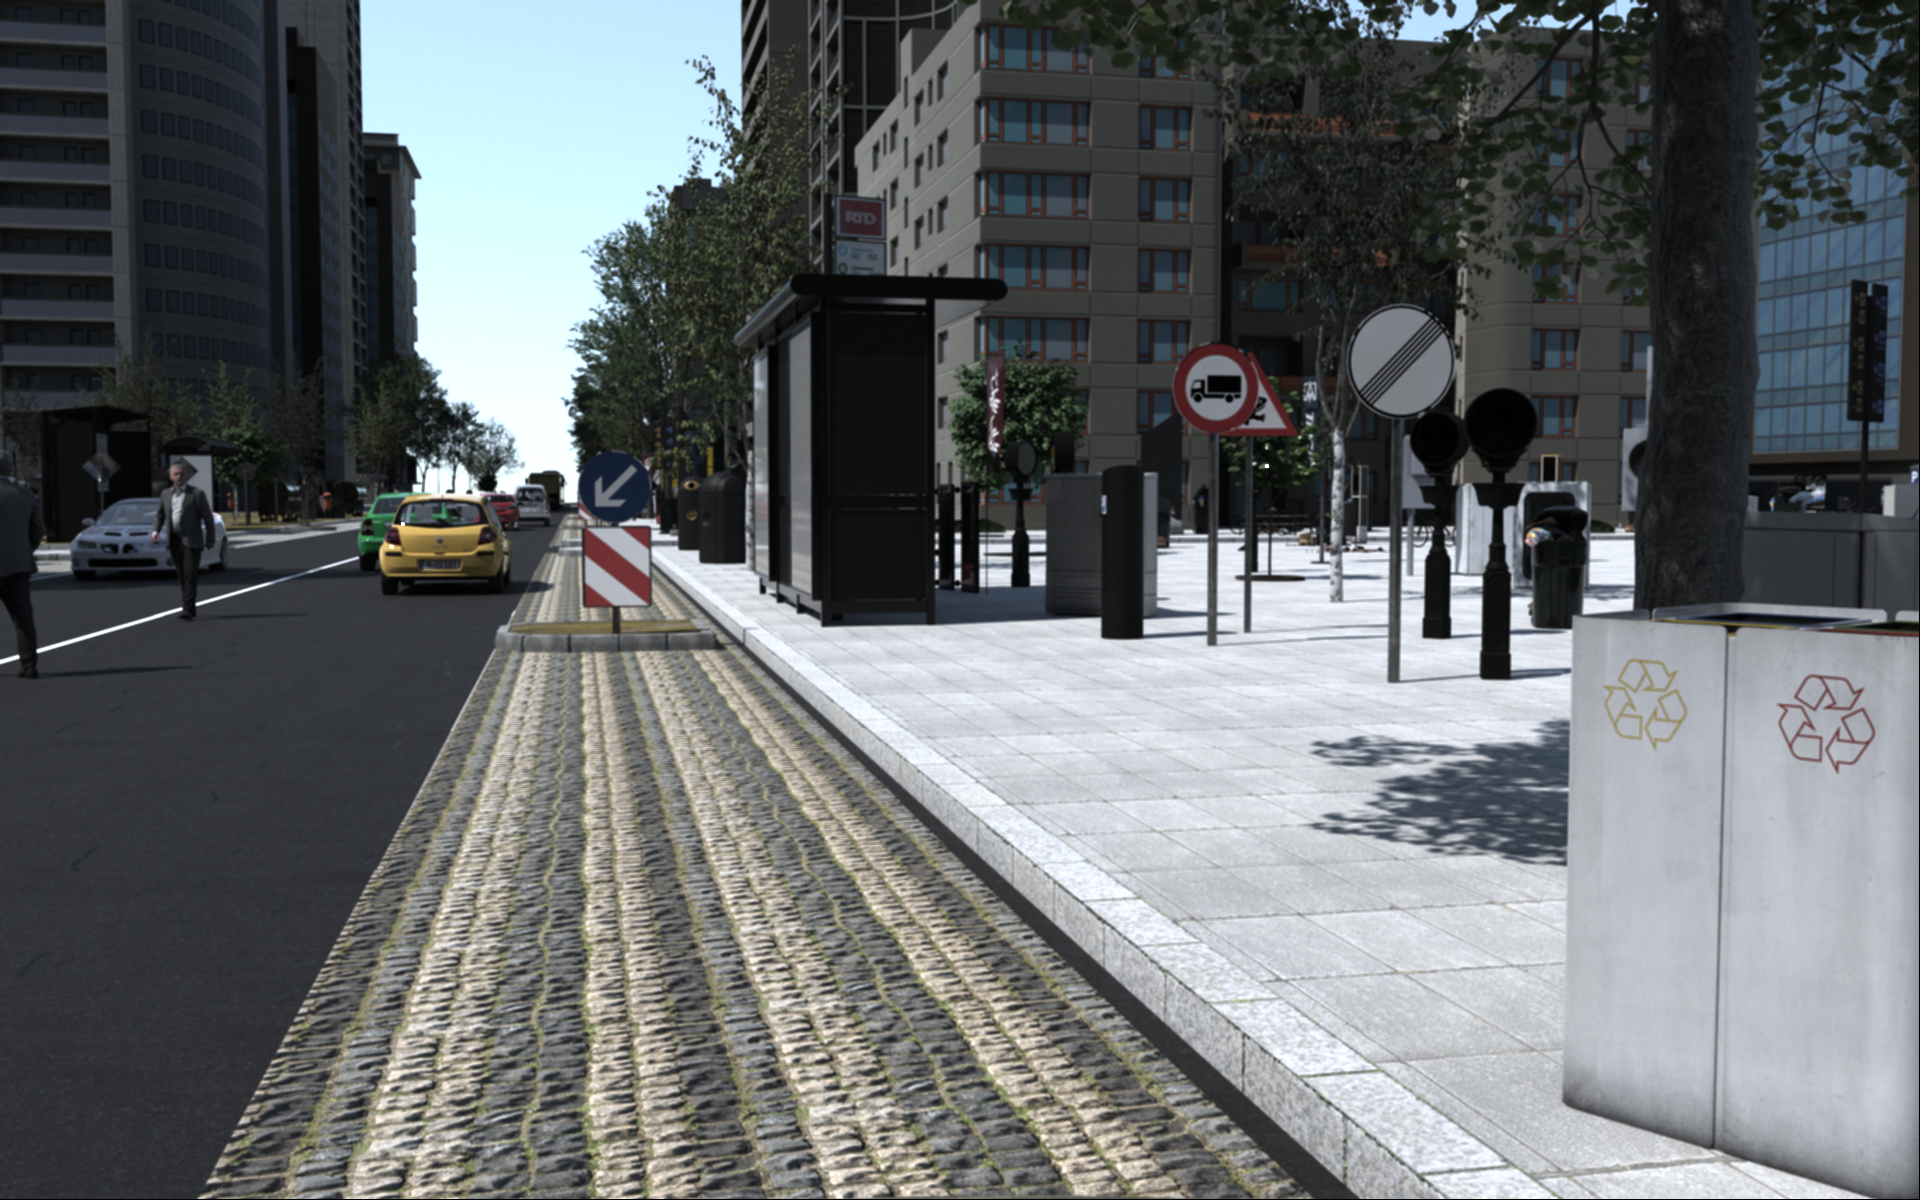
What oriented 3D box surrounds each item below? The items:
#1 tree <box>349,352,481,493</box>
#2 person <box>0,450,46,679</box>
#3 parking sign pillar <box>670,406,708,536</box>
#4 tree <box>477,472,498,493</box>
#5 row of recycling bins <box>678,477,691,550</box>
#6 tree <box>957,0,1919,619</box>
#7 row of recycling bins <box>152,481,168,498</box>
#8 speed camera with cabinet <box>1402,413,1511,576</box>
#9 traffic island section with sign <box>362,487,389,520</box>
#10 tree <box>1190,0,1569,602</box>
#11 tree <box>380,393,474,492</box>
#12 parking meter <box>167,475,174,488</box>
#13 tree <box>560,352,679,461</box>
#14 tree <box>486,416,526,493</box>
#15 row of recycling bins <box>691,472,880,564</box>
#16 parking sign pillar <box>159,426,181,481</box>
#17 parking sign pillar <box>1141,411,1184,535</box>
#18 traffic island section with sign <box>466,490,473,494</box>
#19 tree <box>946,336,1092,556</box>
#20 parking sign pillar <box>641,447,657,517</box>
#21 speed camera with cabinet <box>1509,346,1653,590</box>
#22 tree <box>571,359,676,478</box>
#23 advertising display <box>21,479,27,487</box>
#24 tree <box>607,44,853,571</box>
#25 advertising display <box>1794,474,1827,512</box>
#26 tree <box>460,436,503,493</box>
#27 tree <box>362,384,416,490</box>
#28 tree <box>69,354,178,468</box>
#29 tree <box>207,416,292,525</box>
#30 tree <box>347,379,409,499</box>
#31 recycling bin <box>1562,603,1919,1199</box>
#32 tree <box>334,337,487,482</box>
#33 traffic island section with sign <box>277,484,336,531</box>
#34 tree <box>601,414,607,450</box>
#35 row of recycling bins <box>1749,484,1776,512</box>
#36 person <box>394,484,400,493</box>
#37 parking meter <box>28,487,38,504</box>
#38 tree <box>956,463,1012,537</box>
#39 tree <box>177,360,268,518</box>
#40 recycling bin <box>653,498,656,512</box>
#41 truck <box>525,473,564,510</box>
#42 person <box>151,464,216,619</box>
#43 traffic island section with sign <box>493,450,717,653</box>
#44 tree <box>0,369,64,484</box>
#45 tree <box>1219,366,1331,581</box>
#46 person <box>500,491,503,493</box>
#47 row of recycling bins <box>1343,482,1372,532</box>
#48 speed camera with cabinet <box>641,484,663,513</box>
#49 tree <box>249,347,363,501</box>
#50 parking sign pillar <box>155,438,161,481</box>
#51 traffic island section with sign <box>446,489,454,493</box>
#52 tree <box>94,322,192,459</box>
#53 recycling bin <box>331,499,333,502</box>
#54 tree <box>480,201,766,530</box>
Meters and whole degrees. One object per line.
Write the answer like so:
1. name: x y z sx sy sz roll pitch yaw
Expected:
1. tree: -40.691 -12.259 126.187 9.928 11.665 9.643 0 3 0
2. person: -7.563 -0.285 13.560 0.834 1.777 0.661 2 4 24
3. parking sign pillar: -8.254 -3.977 53.503 1.447 3.967 1.447 1 4 16
4. tree: -69.605 -16.601 255.136 4.285 4.588 4.351 0 3 0
5. row of recycling bins: -4.948 -1.957 39.111 3.534 1.692 1.069 2 4 33
6. tree: 2.154 -5.317 5.064 7.486 12.596 7.792 0 3 0
7. row of recycling bins: -26.001 -3.000 56.160 1.069 1.692 3.534 -2 4 -30
8. speed camera with cabinet: 7.875 -2.016 27.291 2.038 3.252 0.660 0 4 -4
9. traffic island section with sign: -31.305 -5.221 93.986 1.989 1.847 2.006 -1 4 -12
10. tree: 4.702 -4.282 20.367 4.360 8.622 3.978 0 3 0
11. tree: -46.467 -13.155 149.492 8.767 10.594 7.601 -1 4 -23
12. parking meter: -24.486 -2.956 54.041 0.399 1.863 0.255 -2 4 -29
13. tree: -26.232 -13.975 135.148 9.857 13.997 8.962 0 3 0
14. tree: -73.104 -21.972 269.607 12.009 13.543 11.850 0 3 0
15. row of recycling bins: -3.170 -1.568 32.744 3.534 1.692 1.069 -2 4 -26
16. parking sign pillar: -30.841 -4.912 68.780 1.447 3.967 1.447 -2 4 -25
17. parking sign pillar: 6.355 -4.049 54.672 1.447 3.967 1.447 0 4 6
18. traffic island section with sign: -48.155 -9.883 170.216 1.989 1.847 2.006 -1 4 -12
19. tree: 1.177 -3.207 36.141 4.285 4.588 4.351 0 3 0
20. parking sign pillar: -17.844 -6.724 98.415 1.447 3.967 1.447 -1 4 -9
21. speed camera with cabinet: 8.528 -1.770 23.279 2.038 3.252 0.660 1 4 19
22. tree: -22.430 -11.077 115.523 7.601 10.594 8.767 0 4 -3
23. advertising display: -41.243 -4.304 75.588 0.974 1.923 0.123 -3 5 -40
24. tree: -3.579 -4.798 28.815 4.737 8.622 4.395 0 3 0
25. advertising display: 27.724 -3.137 56.506 0.974 1.923 0.123 1 4 10
26. tree: -57.984 -15.648 206.208 4.737 8.622 4.395 0 3 0
27. tree: -38.780 -10.151 116.326 4.360 8.622 3.978 0 3 0
28. tree: -43.985 -8.566 90.417 4.737 8.622 4.395 0 3 0
29. tree: -29.838 -5.423 72.384 4.285 4.588 4.351 0 3 0
30. tree: -37.424 -9.823 110.966 4.737 8.622 4.395 0 3 0
31. recycling bin: 1.754 0.549 3.575 0.722 1.027 0.722 -3 5 -40
32. tree: -44.111 -13.808 136.129 12.009 13.543 11.850 0 3 0
33. traffic island section with sign: -25.494 -3.611 67.662 1.989 1.847 2.006 -1 4 -12
34. tree: -20.616 -9.648 108.107 4.737 8.622 4.395 0 3 0
35. row of recycling bins: 46.149 -5.567 98.127 1.069 1.692 3.534 -1 4 -13
36. person: -20.405 -3.307 62.849 0.678 1.792 0.850 -3 5 -43
37. parking meter: -34.403 -3.416 64.265 0.372 1.533 0.369 0 3 0
38. tree: 0.854 -3.498 51.787 1.663 3.219 1.824 0 3 0
39. tree: -39.429 -8.792 94.106 4.737 8.622 4.395 0 3 0
40. recycling bin: -21.219 -6.695 122.016 0.722 1.027 0.722 1 4 12
41. truck: -37.463 -9.800 156.149 3.469 3.379 9.791 -1 4 -13
42. person: -8.903 -0.667 19.809 0.661 1.777 0.834 0 4 -7
43. traffic island section with sign: -3.406 -0.483 16.518 1.989 1.847 2.006 -1 4 -12
44. tree: -55.576 -9.355 103.321 4.360 8.622 3.978 0 3 0
45. tree: 4.520 -1.905 25.745 1.663 3.219 1.824 0 3 0
46. person: -40.033 -8.671 150.957 1.217 1.739 0.721 2 4 24
47. row of recycling bins: 13.594 -3.247 60.197 1.069 1.692 3.534 0 4 4
48. speed camera with cabinet: -18.432 -6.623 102.616 2.038 3.252 0.660 1 4 10
49. tree: -32.696 -8.303 86.118 4.360 8.622 3.978 0 3 0
50. parking sign pillar: -38.230 -5.820 83.632 1.447 3.967 1.447 1 4 8
51. traffic island section with sign: -42.338 -8.273 143.893 1.989 1.847 2.006 -1 4 -12
52. tree: -35.384 -7.603 74.666 4.360 8.622 3.978 0 3 0
53. recycling bin: -39.805 -5.933 109.562 0.722 1.027 0.722 -1 4 -11
54. tree: -10.415 -8.319 61.772 9.928 11.665 9.643 0 3 0
